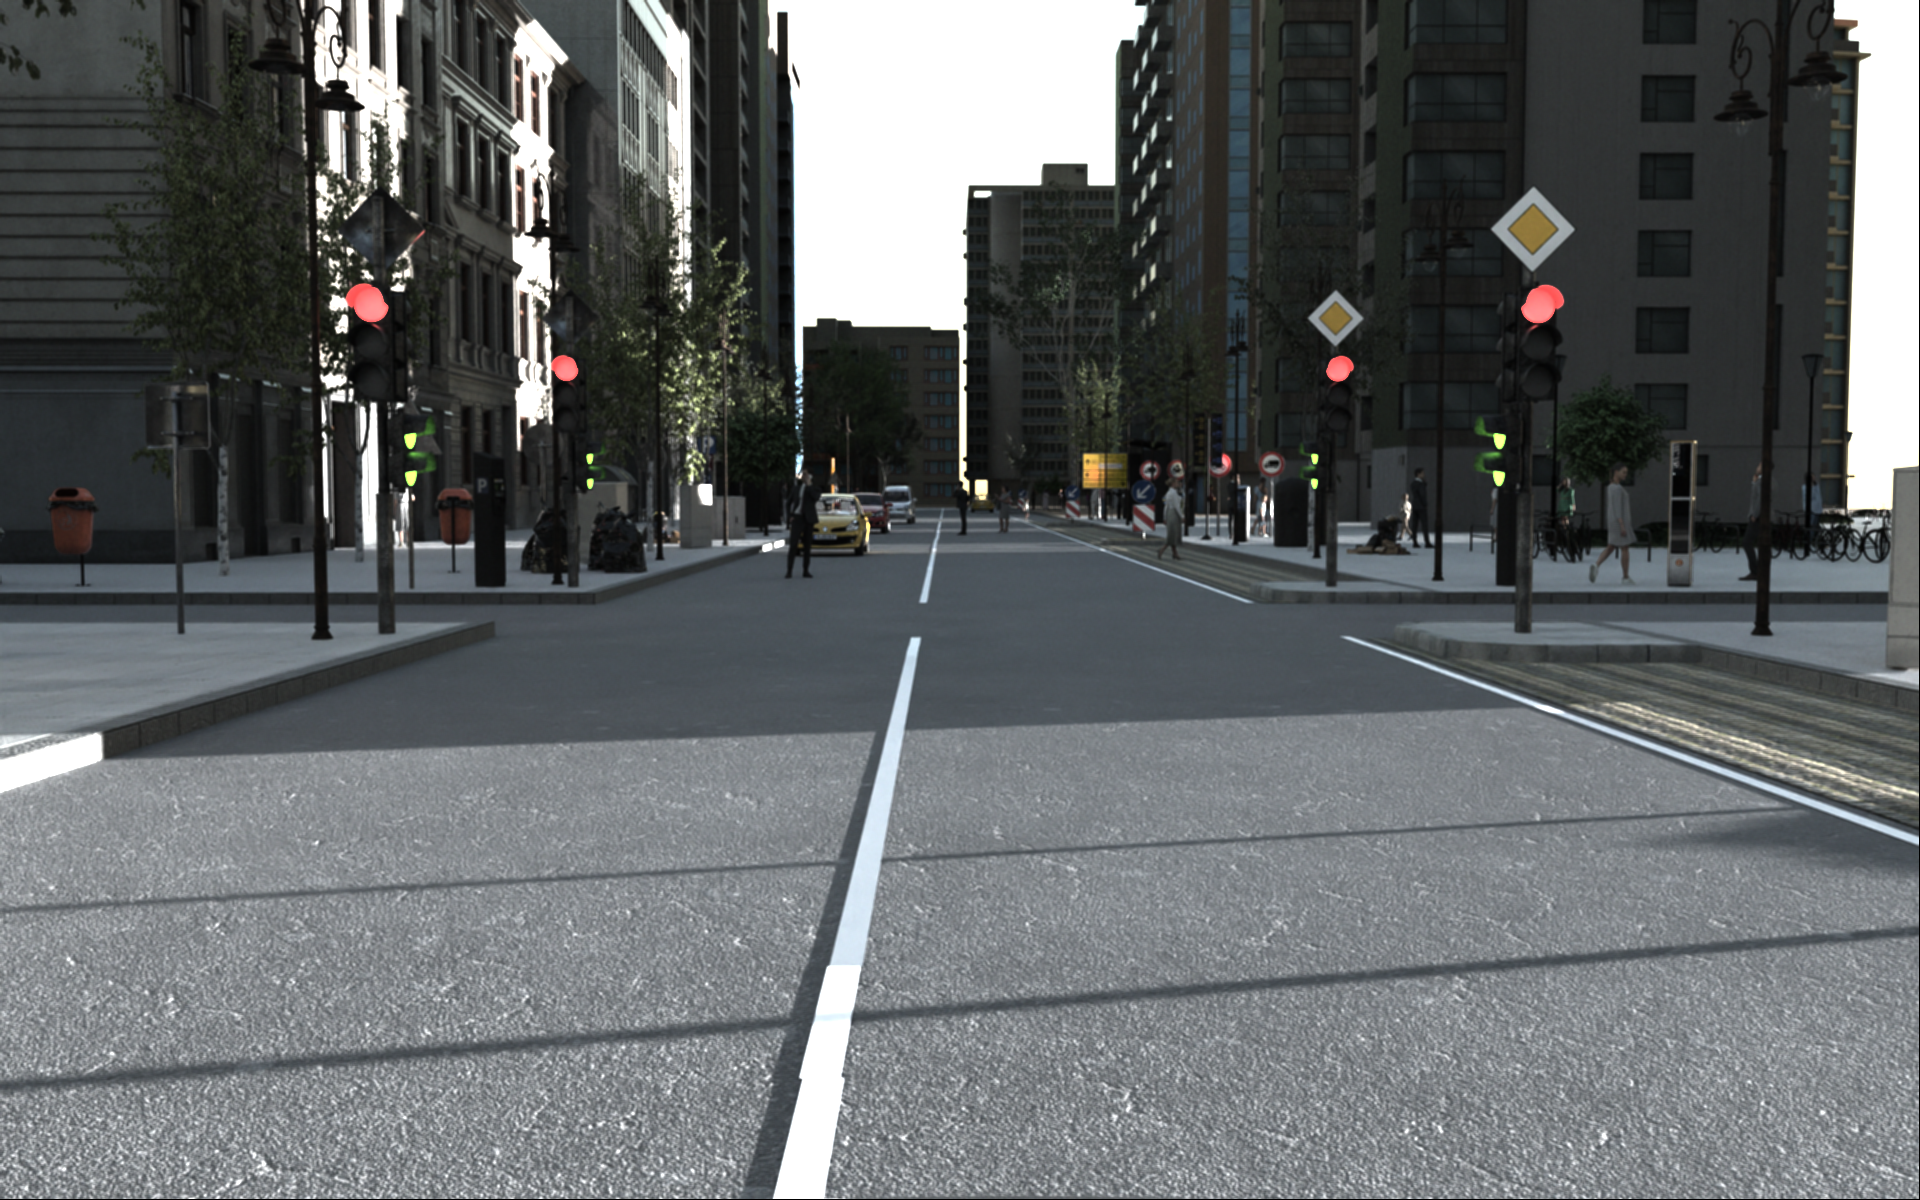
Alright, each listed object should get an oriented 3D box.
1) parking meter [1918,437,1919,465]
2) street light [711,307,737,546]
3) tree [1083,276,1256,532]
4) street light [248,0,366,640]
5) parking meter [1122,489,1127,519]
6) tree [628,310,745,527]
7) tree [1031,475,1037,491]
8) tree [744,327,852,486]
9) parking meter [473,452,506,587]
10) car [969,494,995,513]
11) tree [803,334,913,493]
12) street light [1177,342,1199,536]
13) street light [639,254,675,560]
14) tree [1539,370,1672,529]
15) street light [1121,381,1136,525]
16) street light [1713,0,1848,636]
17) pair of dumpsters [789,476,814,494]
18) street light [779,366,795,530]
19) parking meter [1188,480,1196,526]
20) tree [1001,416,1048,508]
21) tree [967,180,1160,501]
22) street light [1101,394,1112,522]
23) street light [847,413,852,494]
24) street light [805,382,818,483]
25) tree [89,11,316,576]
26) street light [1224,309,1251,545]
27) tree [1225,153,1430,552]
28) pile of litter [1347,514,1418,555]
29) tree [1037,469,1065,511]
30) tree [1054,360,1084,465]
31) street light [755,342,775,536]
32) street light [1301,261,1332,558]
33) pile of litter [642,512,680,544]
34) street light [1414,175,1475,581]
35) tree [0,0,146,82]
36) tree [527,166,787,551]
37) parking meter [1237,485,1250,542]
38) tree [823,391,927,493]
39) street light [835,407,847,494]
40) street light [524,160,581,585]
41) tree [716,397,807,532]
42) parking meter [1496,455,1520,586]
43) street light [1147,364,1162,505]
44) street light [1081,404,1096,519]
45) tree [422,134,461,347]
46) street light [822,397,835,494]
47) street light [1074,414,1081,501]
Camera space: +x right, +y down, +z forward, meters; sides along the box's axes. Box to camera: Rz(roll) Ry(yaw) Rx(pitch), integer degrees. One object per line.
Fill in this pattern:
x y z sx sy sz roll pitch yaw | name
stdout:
8.299 -0.546 14.633 0.255 1.863 0.399 -3 4 -37 | parking meter
-5.850 -4.299 43.073 0.468 5.910 1.993 0 4 0 | street light
7.434 -6.561 57.640 4.737 8.622 4.395 0 3 0 | tree
-5.651 -2.592 15.164 0.468 5.910 1.993 0 4 0 | street light
8.625 -4.990 90.004 0.372 1.533 0.369 0 3 0 | parking meter
-11.041 -7.177 67.714 4.360 8.622 3.978 0 3 0 | tree
7.429 -9.857 155.763 1.663 3.219 1.824 0 3 0 | tree
-7.105 -7.757 77.197 4.360 8.622 3.978 0 3 0 | tree
-6.500 -1.116 23.955 0.399 1.863 0.255 2 4 28 | parking meter
1.725 -7.659 135.449 2.015 1.641 3.980 0 4 -2 | car
-6.666 -11.473 113.342 9.928 11.665 9.643 0 3 0 | tree
6.929 -4.897 52.860 0.468 5.910 1.993 0 4 0 | street light
-5.847 -3.717 33.567 0.468 5.910 1.993 0 4 0 | street light
16.976 -3.805 45.930 4.285 4.588 4.351 0 3 0 | tree
6.862 -5.990 70.732 0.468 5.910 1.993 0 4 0 | street light
7.301 -2.618 15.590 0.468 5.910 1.993 0 4 0 | street light
-7.849 -5.075 85.467 1.574 2.255 4.437 0 4 0 | pair of dumpsters
-6.213 -5.484 62.443 0.468 5.910 1.993 0 4 0 | street light
9.117 -3.848 68.622 0.399 1.863 0.255 -1 4 -13 | parking meter
6.189 -13.041 163.578 4.360 8.622 3.978 0 3 0 | tree
5.906 -15.398 107.646 12.611 20.169 13.585 0 3 0 | tree
6.759 -6.566 80.138 0.468 5.910 1.993 0 4 0 | street light
-6.393 -7.691 98.542 0.468 5.910 1.993 0 4 0 | street light
-6.100 -6.028 71.344 0.468 5.910 1.993 0 4 0 | street light
-11.570 -4.698 27.177 4.737 8.622 4.395 0 3 0 | tree
6.937 -4.321 43.438 0.468 5.910 1.993 0 4 0 | street light
8.060 -5.379 38.310 4.360 8.622 3.978 0 3 0 | tree
9.005 -1.411 37.028 1.176 0.858 1.719 -1 4 -18 | pile of litter
7.326 -8.411 132.124 1.663 3.219 1.824 0 3 0 | tree
7.349 -8.736 93.201 4.737 8.622 4.395 0 3 0 | tree
-5.943 -4.901 52.923 0.468 5.910 1.993 0 4 0 | street light
7.155 -3.777 34.540 0.468 5.910 1.993 0 4 0 | street light
-7.645 -1.921 45.381 1.176 0.858 1.719 3 5 45 | pile of litter
7.088 -3.224 25.504 0.468 5.910 1.993 0 4 0 | street light
-6.815 -3.684 10.590 4.360 8.622 3.978 0 3 0 | tree
-7.151 -5.399 38.643 4.737 8.622 4.395 0 3 0 | tree
7.537 -2.312 46.219 0.372 1.533 0.369 0 3 0 | parking meter
-7.529 -12.559 139.749 7.601 10.594 8.767 3 5 43 | tree
-6.291 -7.147 89.643 0.468 5.910 1.993 0 4 0 | street light
-5.720 -3.160 24.450 0.468 5.910 1.993 0 4 0 | street light
-6.791 -4.589 58.739 4.285 4.588 4.351 0 3 0 | tree
7.745 -1.135 24.272 0.399 1.863 0.255 -2 4 -31 | parking meter
6.874 -5.446 61.833 0.468 5.910 1.993 0 4 0 | street light
6.679 -7.110 89.038 0.468 5.910 1.993 0 4 0 | street light
-11.455 -5.039 32.749 4.737 8.622 4.395 0 3 0 | tree
-6.235 -6.603 80.743 0.468 5.910 1.993 0 4 0 | street light
6.659 -7.658 98.001 0.468 5.910 1.993 0 4 0 | street light
